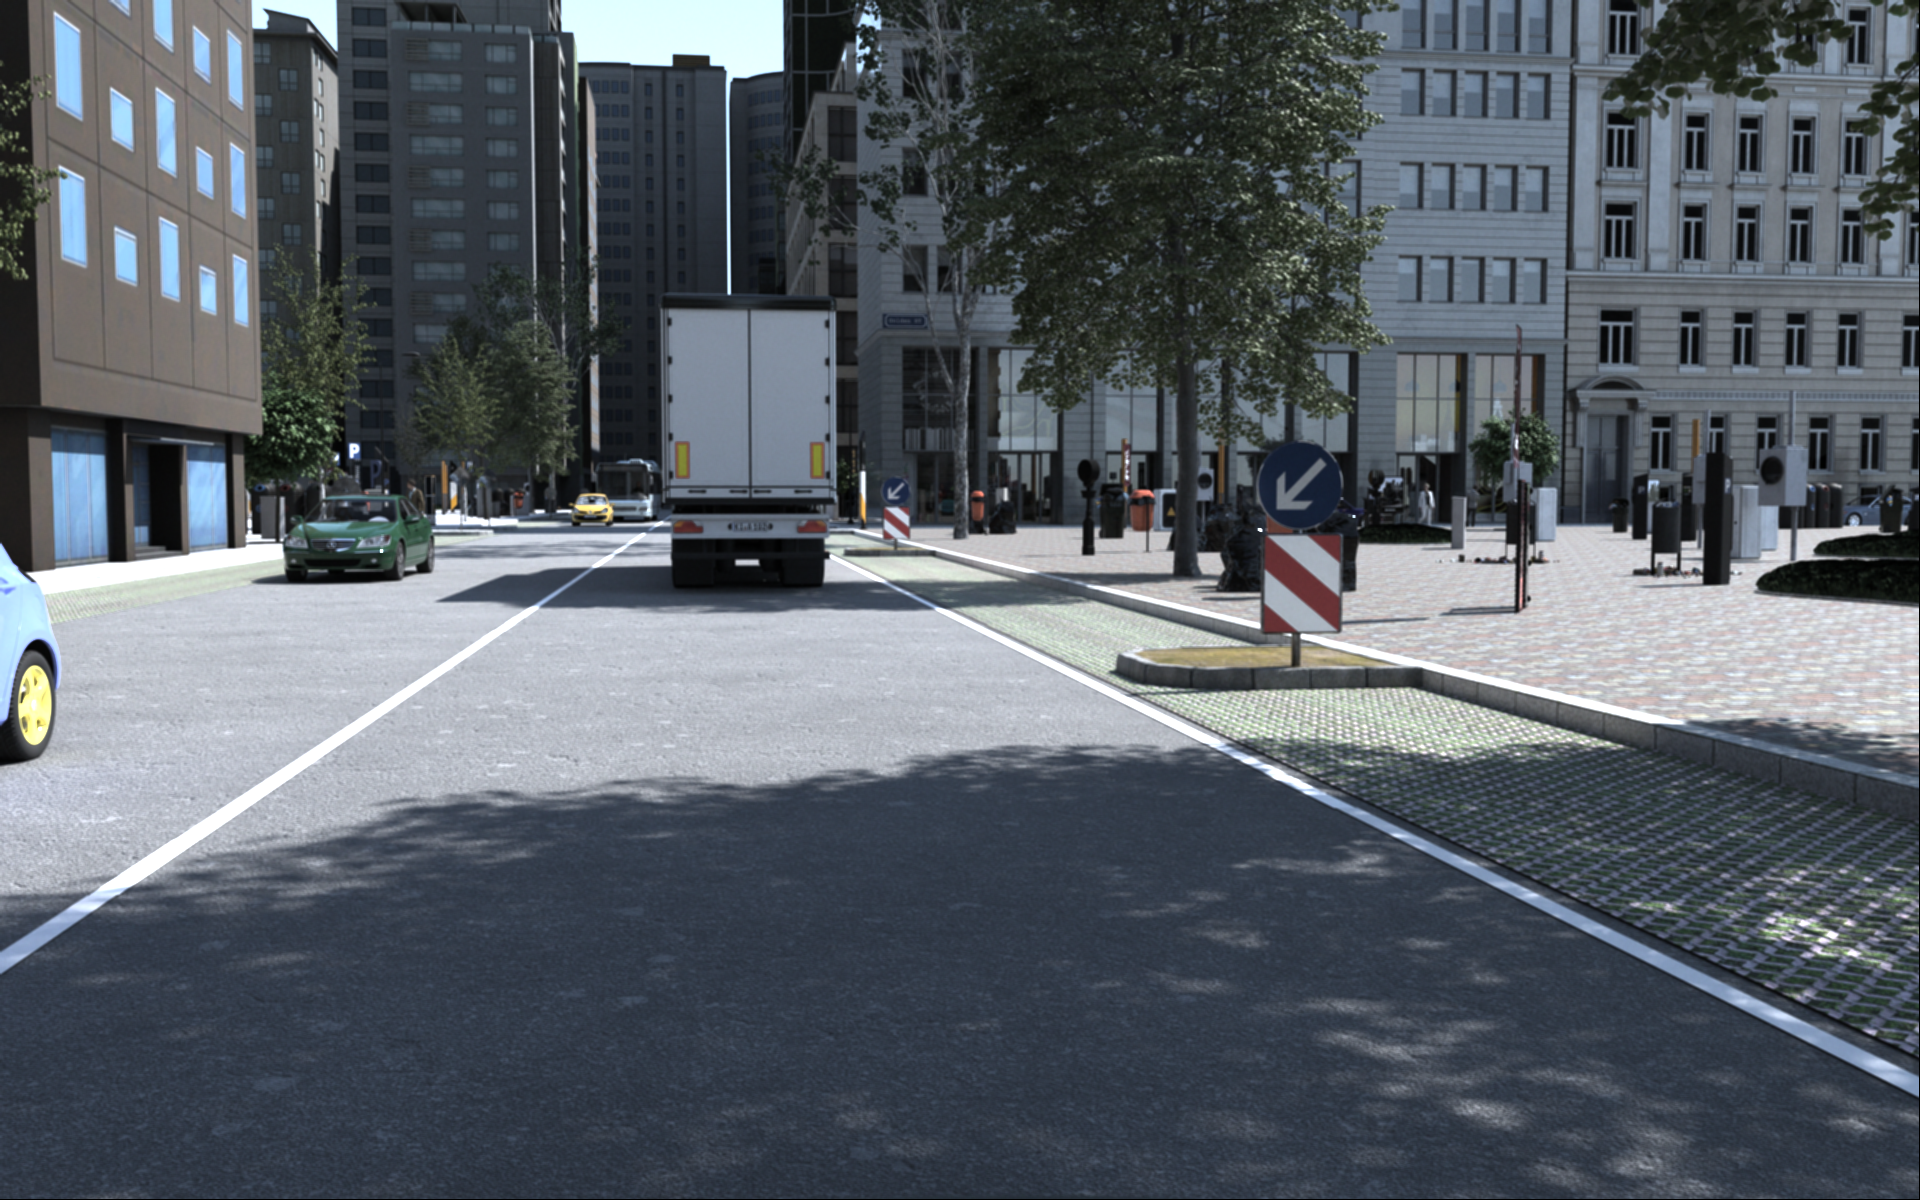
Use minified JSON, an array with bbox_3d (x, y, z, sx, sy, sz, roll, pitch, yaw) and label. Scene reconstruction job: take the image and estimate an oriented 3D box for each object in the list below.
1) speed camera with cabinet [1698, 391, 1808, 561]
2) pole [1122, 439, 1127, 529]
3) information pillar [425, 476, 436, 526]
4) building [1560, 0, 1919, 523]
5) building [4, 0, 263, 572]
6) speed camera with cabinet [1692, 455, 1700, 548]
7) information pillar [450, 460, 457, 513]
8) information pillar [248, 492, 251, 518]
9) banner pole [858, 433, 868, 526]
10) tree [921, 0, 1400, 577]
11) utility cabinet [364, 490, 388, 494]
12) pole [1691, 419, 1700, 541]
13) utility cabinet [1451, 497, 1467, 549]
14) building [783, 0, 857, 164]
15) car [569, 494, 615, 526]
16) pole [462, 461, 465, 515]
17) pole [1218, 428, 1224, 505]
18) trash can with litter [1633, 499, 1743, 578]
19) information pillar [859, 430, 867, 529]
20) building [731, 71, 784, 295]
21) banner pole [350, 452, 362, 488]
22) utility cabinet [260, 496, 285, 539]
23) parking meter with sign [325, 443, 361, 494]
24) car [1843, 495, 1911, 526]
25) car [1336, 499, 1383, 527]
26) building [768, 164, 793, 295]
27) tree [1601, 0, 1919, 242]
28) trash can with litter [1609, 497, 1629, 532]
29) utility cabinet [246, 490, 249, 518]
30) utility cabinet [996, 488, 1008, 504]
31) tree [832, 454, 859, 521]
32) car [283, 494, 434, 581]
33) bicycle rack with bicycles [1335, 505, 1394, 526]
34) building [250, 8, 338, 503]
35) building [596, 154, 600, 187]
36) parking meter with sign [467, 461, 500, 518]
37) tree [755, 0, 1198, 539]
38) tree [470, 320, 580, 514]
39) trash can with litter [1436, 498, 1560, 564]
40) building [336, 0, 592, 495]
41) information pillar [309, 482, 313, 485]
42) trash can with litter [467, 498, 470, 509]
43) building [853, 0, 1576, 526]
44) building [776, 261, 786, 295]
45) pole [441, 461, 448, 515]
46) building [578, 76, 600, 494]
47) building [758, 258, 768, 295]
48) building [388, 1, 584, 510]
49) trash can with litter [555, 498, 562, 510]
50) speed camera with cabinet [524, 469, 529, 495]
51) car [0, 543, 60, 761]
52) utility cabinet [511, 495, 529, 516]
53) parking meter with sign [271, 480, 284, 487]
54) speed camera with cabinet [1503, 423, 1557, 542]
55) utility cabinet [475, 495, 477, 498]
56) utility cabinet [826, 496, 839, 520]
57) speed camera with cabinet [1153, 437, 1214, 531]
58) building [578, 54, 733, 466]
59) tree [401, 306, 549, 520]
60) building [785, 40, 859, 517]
[{"bbox_3d":[15.515,-2.415,33.817,0.660,3.252,2.038,-1,4,-20],"label":"speed camera with cabinet"},{"bbox_3d":[6.092,-4.305,64.224,0.158,3.312,0.155,0,3,0],"label":"pole"},{"bbox_3d":[-21.230,-3.972,69.434,0.304,2.012,0.304,0,4,5],"label":"information pillar"},{"bbox_3d":[35.060,-18.132,82.366,20.117,28.700,13.634,-1,4,-8],"label":"building"},{"bbox_3d":[-22.634,-23.395,32.622,14.600,45.320,14.200,-1,4,-8],"label":"building"},{"bbox_3d":[17.922,-2.794,40.018,0.660,3.252,2.038,-1,4,-23],"label":"speed camera with cabinet"},{"bbox_3d":[-34.627,-7.769,118.369,0.183,3.616,0.504,3,5,39],"label":"information pillar"},{"bbox_3d":[-39.071,-6.321,94.705,0.504,3.616,0.183,-1,4,-16],"label":"information pillar"},{"bbox_3d":[-3.913,-4.926,70.555,0.401,3.779,0.863,0,4,7],"label":"banner pole"},{"bbox_3d":[3.144,-6.638,26.662,7.486,12.596,7.792,0,3,0],"label":"tree"},{"bbox_3d":[-29.722,-4.859,88.129,1.173,1.500,0.318,1,4,13],"label":"utility cabinet"},{"bbox_3d":[20.110,-3.276,47.407,0.158,3.312,0.155,0,3,0],"label":"pole"},{"bbox_3d":[11.742,-1.809,40.736,0.306,1.237,1.020,1,4,19],"label":"utility cabinet"},{"bbox_3d":[-8.962,-44.858,171.677,20.563,71.187,20.611,-1,4,-8],"label":"building"},{"bbox_3d":[-16.569,-4.151,78.098,2.015,1.641,3.980,-1,4,-9],"label":"car"},{"bbox_3d":[-30.833,-6.953,107.530,0.158,3.312,0.155,0,3,0],"label":"pole"},{"bbox_3d":[8.032,-3.637,53.301,0.158,3.312,0.155,0,3,0],"label":"pole"},{"bbox_3d":[11.601,-1.003,27.464,2.233,1.210,1.678,-1,4,-18],"label":"trash can with litter"},{"bbox_3d":[-3.541,-4.380,62.961,0.183,3.616,0.504,1,4,13],"label":"information pillar"},{"bbox_3d":[-17.299,-42.605,238.596,28.212,58.520,21.231,-1,4,-8],"label":"building"},{"bbox_3d":[-31.381,-6.105,89.839,0.863,3.779,0.401,1,4,12],"label":"banner pole"},{"bbox_3d":[-19.780,-2.367,49.863,1.020,1.237,0.306,3,5,45],"label":"utility cabinet"},{"bbox_3d":[-21.419,-3.870,59.542,1.738,3.016,0.543,2,4,28],"label":"parking meter with sign"},{"bbox_3d":[38.681,-3.755,73.401,4.499,1.417,2.014,-1,4,-10],"label":"car"},{"bbox_3d":[14.532,-3.388,67.969,3.894,1.354,1.945,-1,4,-9],"label":"car"},{"bbox_3d":[-9.489,-23.451,155.126,14.160,30.474,14.107,-1,4,-8],"label":"building"},{"bbox_3d":[5.578,-5.499,8.029,7.486,12.596,7.792,0,3,0],"label":"tree"},{"bbox_3d":[22.159,-2.863,58.193,0.624,1.170,1.055,2,4,25],"label":"trash can with litter"},{"bbox_3d":[-38.596,-5.142,92.744,1.173,1.500,0.318,2,4,30],"label":"utility cabinet"},{"bbox_3d":[1.444,-3.173,60.558,0.318,1.500,1.173,0,4,7],"label":"utility cabinet"},{"bbox_3d":[-5.546,-5.433,83.431,1.663,3.219,1.824,0,3,0],"label":"tree"},{"bbox_3d":[-10.340,-1.115,30.029,2.131,1.459,4.920,0,4,-7],"label":"car"},{"bbox_3d":[12.835,-2.666,56.978,2.852,0.926,2.925,3,5,41],"label":"bicycle rack with bicycles"},{"bbox_3d":[-83.486,-37.124,196.215,27.495,52.752,28.713,-1,4,-8],"label":"building"},{"bbox_3d":[-55.641,-33.586,203.754,28.867,44.769,22.147,-1,4,-8],"label":"building"},{"bbox_3d":[-25.557,-5.919,93.035,0.543,3.016,1.738,3,5,39],"label":"parking meter with sign"},{"bbox_3d":[0.506,-11.881,50.140,12.611,20.169,13.585,0,3,0],"label":"tree"},{"bbox_3d":[-28.400,-11.917,112.965,7.486,12.596,7.792,0,3,0],"label":"tree"},{"bbox_3d":[10.107,-1.311,32.491,2.233,1.210,1.678,1,4,17],"label":"trash can with litter"},{"bbox_3d":[-45.969,-44.361,163.555,20.563,71.187,20.611,-1,4,-8],"label":"building"},{"bbox_3d":[-38.449,-6.018,102.894,0.304,2.012,0.304,0,4,-5],"label":"information pillar"},{"bbox_3d":[-31.809,-6.168,112.227,1.055,1.170,0.624,1,4,9],"label":"trash can with litter"},{"bbox_3d":[10.601,-18.326,77.118,29.804,29.767,11.434,-1,4,-8],"label":"building"},{"bbox_3d":[-8.061,-18.852,137.901,12.332,23.373,15.834,-1,4,-8],"label":"building"},{"bbox_3d":[-31.682,-6.872,106.207,0.158,3.312,0.155,0,3,0],"label":"pole"},{"bbox_3d":[-45.538,-32.530,181.970,14.600,45.320,14.200,-1,4,-8],"label":"building"},{"bbox_3d":[-17.836,-27.011,213.334,14.160,30.474,14.107,-1,4,-8],"label":"building"},{"bbox_3d":[-39.993,-28.395,147.847,14.154,41.232,14.086,-1,4,-8],"label":"building"},{"bbox_3d":[-32.064,-7.688,137.090,1.055,1.170,0.624,-3,5,-45],"label":"trash can with litter"},{"bbox_3d":[-35.306,-8.849,139.021,2.038,3.252,0.660,0,4,-6],"label":"speed camera with cabinet"},{"bbox_3d":[-5.647,0.100,7.957,1.945,1.707,3.694,0,4,-7],"label":"car"},{"bbox_3d":[-25.837,-5.536,101.672,1.020,1.237,0.306,-2,4,-28],"label":"utility cabinet"},{"bbox_3d":[-35.614,-5.757,90.393,0.543,3.016,1.738,3,5,40],"label":"parking meter with sign"},{"bbox_3d":[15.703,-3.265,47.726,0.660,3.252,2.038,-1,4,-10],"label":"speed camera with cabinet"},{"bbox_3d":[-35.599,-7.208,129.019,1.020,1.237,0.306,-2,4,-33],"label":"utility cabinet"},{"bbox_3d":[-6.469,-4.684,87.739,0.306,1.237,1.020,-2,4,-27],"label":"utility cabinet"},{"bbox_3d":[7.737,-4.014,59.966,2.038,3.252,0.660,-1,4,-16],"label":"speed camera with cabinet"},{"bbox_3d":[-45.647,-42.344,234.329,28.212,58.520,21.231,-1,4,-8],"label":"building"},{"bbox_3d":[-24.062,-9.300,86.473,7.601,10.594,8.767,0,4,-4],"label":"tree"},{"bbox_3d":[-0.906,-18.883,113.248,19.350,26.468,34.151,-1,4,-8],"label":"building"}]
